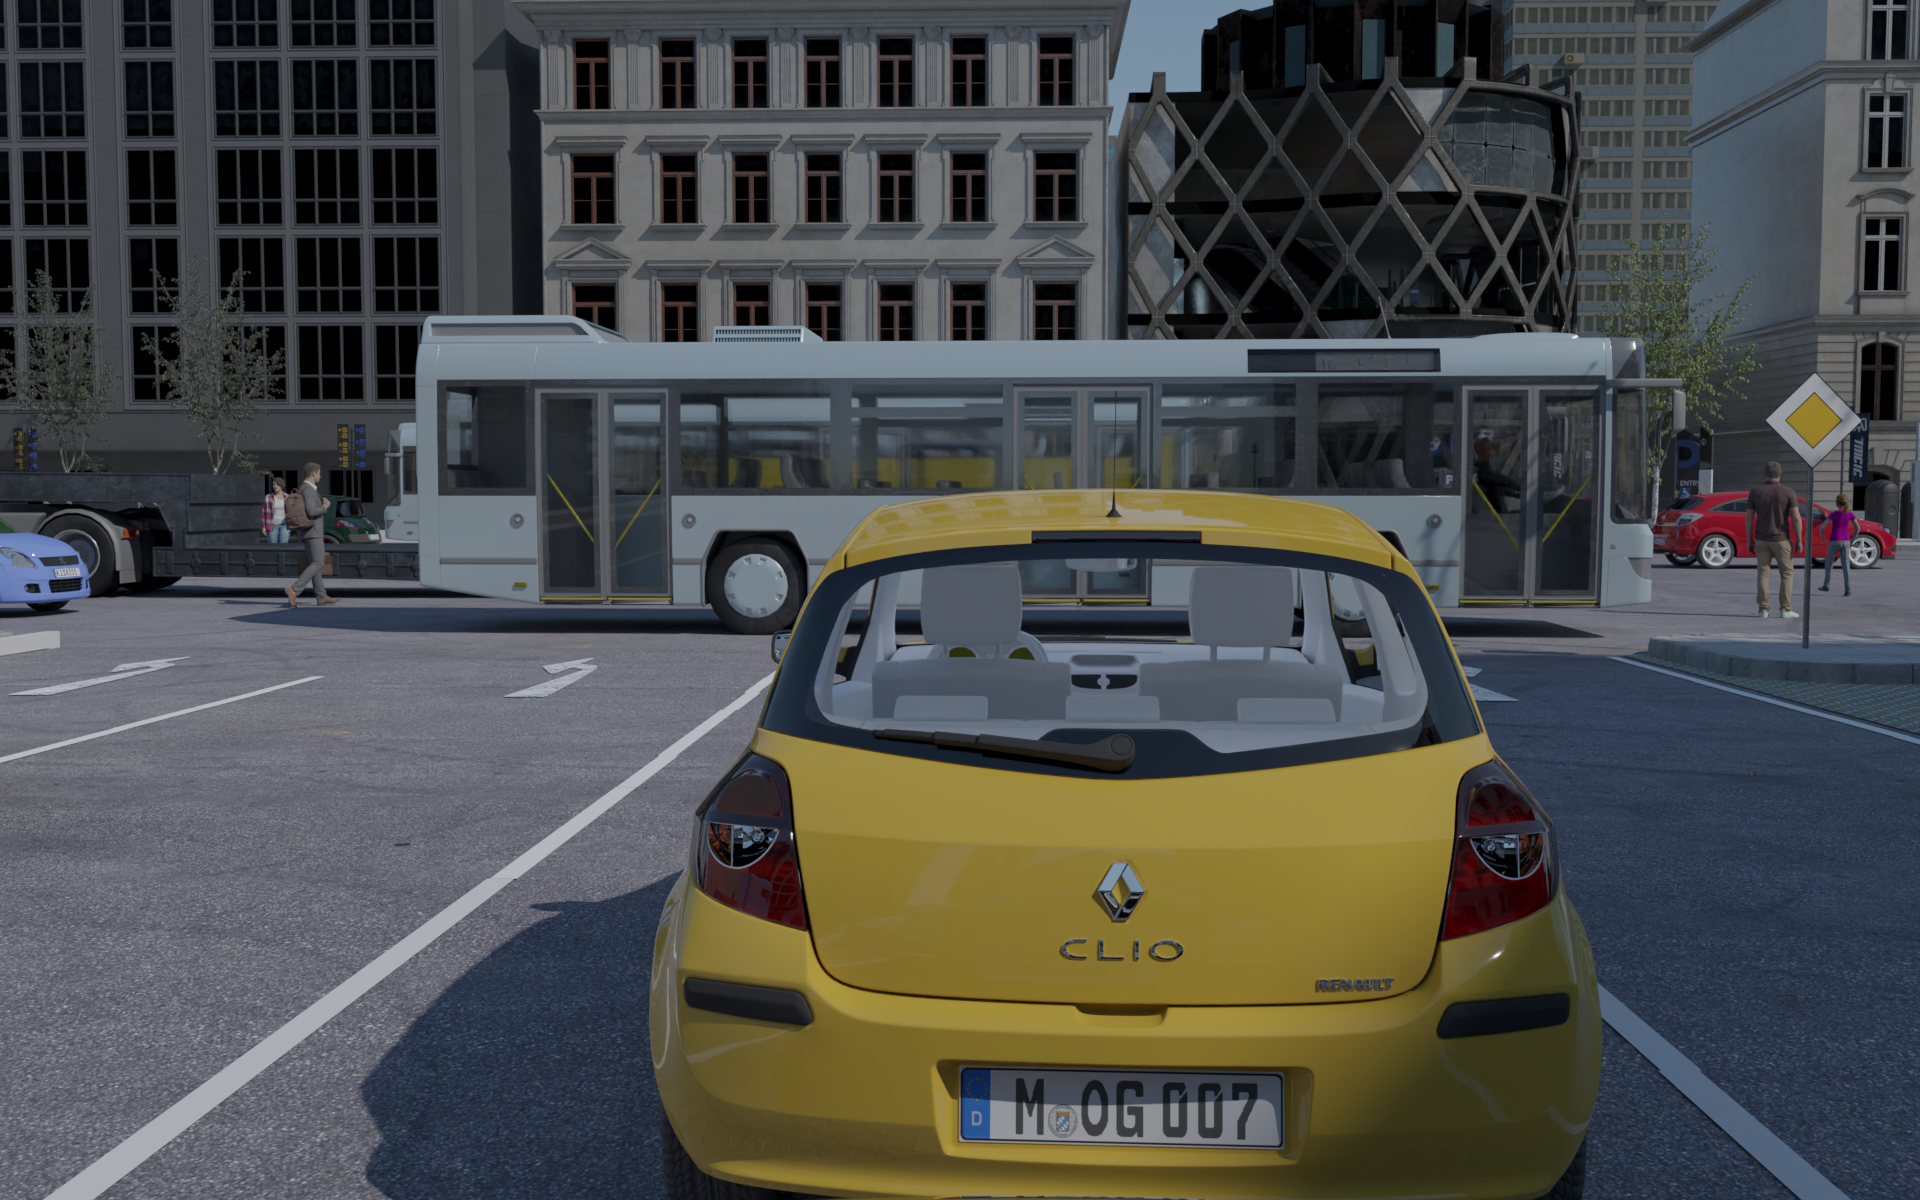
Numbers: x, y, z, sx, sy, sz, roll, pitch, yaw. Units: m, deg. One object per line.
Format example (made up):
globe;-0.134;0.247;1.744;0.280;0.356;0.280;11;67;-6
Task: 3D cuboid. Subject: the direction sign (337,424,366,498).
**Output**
direction sign;-19.649;-3.916;56.016;0.876;3.537;0.379;0;4;-7

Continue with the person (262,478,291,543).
person;-12.047;-1.301;30.609;0.563;1.720;0.643;-2;4;-28

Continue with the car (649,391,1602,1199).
car;0.386;0.336;4.722;2.015;1.641;3.980;0;4;4

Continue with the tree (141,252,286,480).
tree;-22.653;-6.259;52.691;4.360;8.622;3.978;0;3;0

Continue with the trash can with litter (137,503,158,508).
trash can with litter;-21.328;-2.120;46.056;1.055;1.170;0.624;0;4;5

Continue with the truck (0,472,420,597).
truck;-9.036;-2.141;24.771;18.799;4.110;2.967;0;4;1

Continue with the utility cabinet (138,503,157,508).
utility cabinet;-26.114;-2.731;55.816;0.306;1.237;1.020;0;4;0

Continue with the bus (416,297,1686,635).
bus;1.164;-1.443;18.456;13.247;3.499;2.948;0;4;3

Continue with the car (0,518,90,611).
car;-12.356;-0.672;20.576;3.694;1.707;1.945;0;4;4

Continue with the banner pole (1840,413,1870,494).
banner pole;24.324;-3.501;47.253;0.863;3.779;0.401;2;4;31

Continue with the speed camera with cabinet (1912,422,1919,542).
speed camera with cabinet;26.273;-3.223;47.034;0.660;3.252;2.038;1;4;23

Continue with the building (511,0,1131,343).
building;-4.564;-13.994;64.955;21.152;22.565;11.583;0;4;2

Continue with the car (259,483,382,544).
car;-13.931;-1.555;35.206;4.222;1.686;2.009;0;4;3

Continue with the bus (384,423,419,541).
bus;-8.102;-2.917;42.556;13.247;3.499;2.948;0;4;3

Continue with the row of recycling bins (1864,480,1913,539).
row of recycling bins;28.038;-2.619;49.928;3.534;1.692;1.069;0;4;8

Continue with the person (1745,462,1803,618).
person;9.464;-0.703;20.117;0.434;1.807;0.598;-3;5;-45

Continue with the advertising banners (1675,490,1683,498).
advertising banners;23.119;-3.756;57.599;2.074;3.025;0.090;-1;4;-14

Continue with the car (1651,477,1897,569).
car;15.861;-1.511;33.750;4.494;1.783;2.155;0;4;2

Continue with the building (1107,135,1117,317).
building;7.197;-37.307;229.584;30.456;49.044;23.786;0;4;2

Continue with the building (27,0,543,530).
building;-27.556;-16.694;66.448;24.014;27.812;14.314;0;4;2

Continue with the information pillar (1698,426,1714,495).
information pillar;25.427;-4.142;59.081;0.183;3.616;0.504;-2;4;-32

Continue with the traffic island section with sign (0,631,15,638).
traffic island section with sign;-9.554;-0.433;15.217;2.006;1.907;1.989;0;4;2

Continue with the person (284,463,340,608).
person;-8.297;-0.832;22.063;0.622;1.834;0.822;3;5;42

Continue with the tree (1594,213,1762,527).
tree;18.938;-5.876;46.430;4.737;8.622;4.395;0;3;0

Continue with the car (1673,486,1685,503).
car;19.016;-1.953;41.715;4.222;1.686;2.009;0;4;4

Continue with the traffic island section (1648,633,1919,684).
traffic island section;7.052;0.481;14.415;2.009;0.180;2.903;0;4;2

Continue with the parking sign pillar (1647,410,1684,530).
parking sign pillar;21.598;-4.006;53.963;1.447;3.967;1.447;2;4;26

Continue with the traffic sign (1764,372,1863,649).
traffic sign;7.028;-0.654;14.339;0.795;2.450;0.064;0;4;2

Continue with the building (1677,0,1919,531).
building;46.599;-14.970;63.847;34.723;24.649;14.460;0;4;2

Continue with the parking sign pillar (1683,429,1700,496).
parking sign pillar;26.041;-4.501;62.062;1.447;3.967;1.447;2;4;31

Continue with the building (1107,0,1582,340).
building;14.477;-12.173;66.488;16.811;18.784;16.820;0;4;2

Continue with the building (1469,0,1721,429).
building;42.958;-26.498;125.125;32.217;40.220;23.993;0;4;2

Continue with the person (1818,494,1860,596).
person;12.313;-0.775;24.405;0.726;1.435;0.776;0;4;-1

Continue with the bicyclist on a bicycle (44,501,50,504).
bicyclist on a bicycle;-20.627;-1.779;39.102;1.625;1.676;1.499;0;4;2

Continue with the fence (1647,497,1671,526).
fence;19.102;-2.329;49.280;2.264;1.192;0.480;1;4;12

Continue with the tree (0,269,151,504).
tree;-29.232;-6.493;56.516;4.360;8.622;3.978;0;3;0

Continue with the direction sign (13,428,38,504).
direction sign;-32.133;-4.136;59.615;0.379;3.537;0.876;2;4;24

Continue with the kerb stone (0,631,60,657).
kerb stone;-8.499;0.397;15.705;0.120;0.150;1.000;0;4;2
